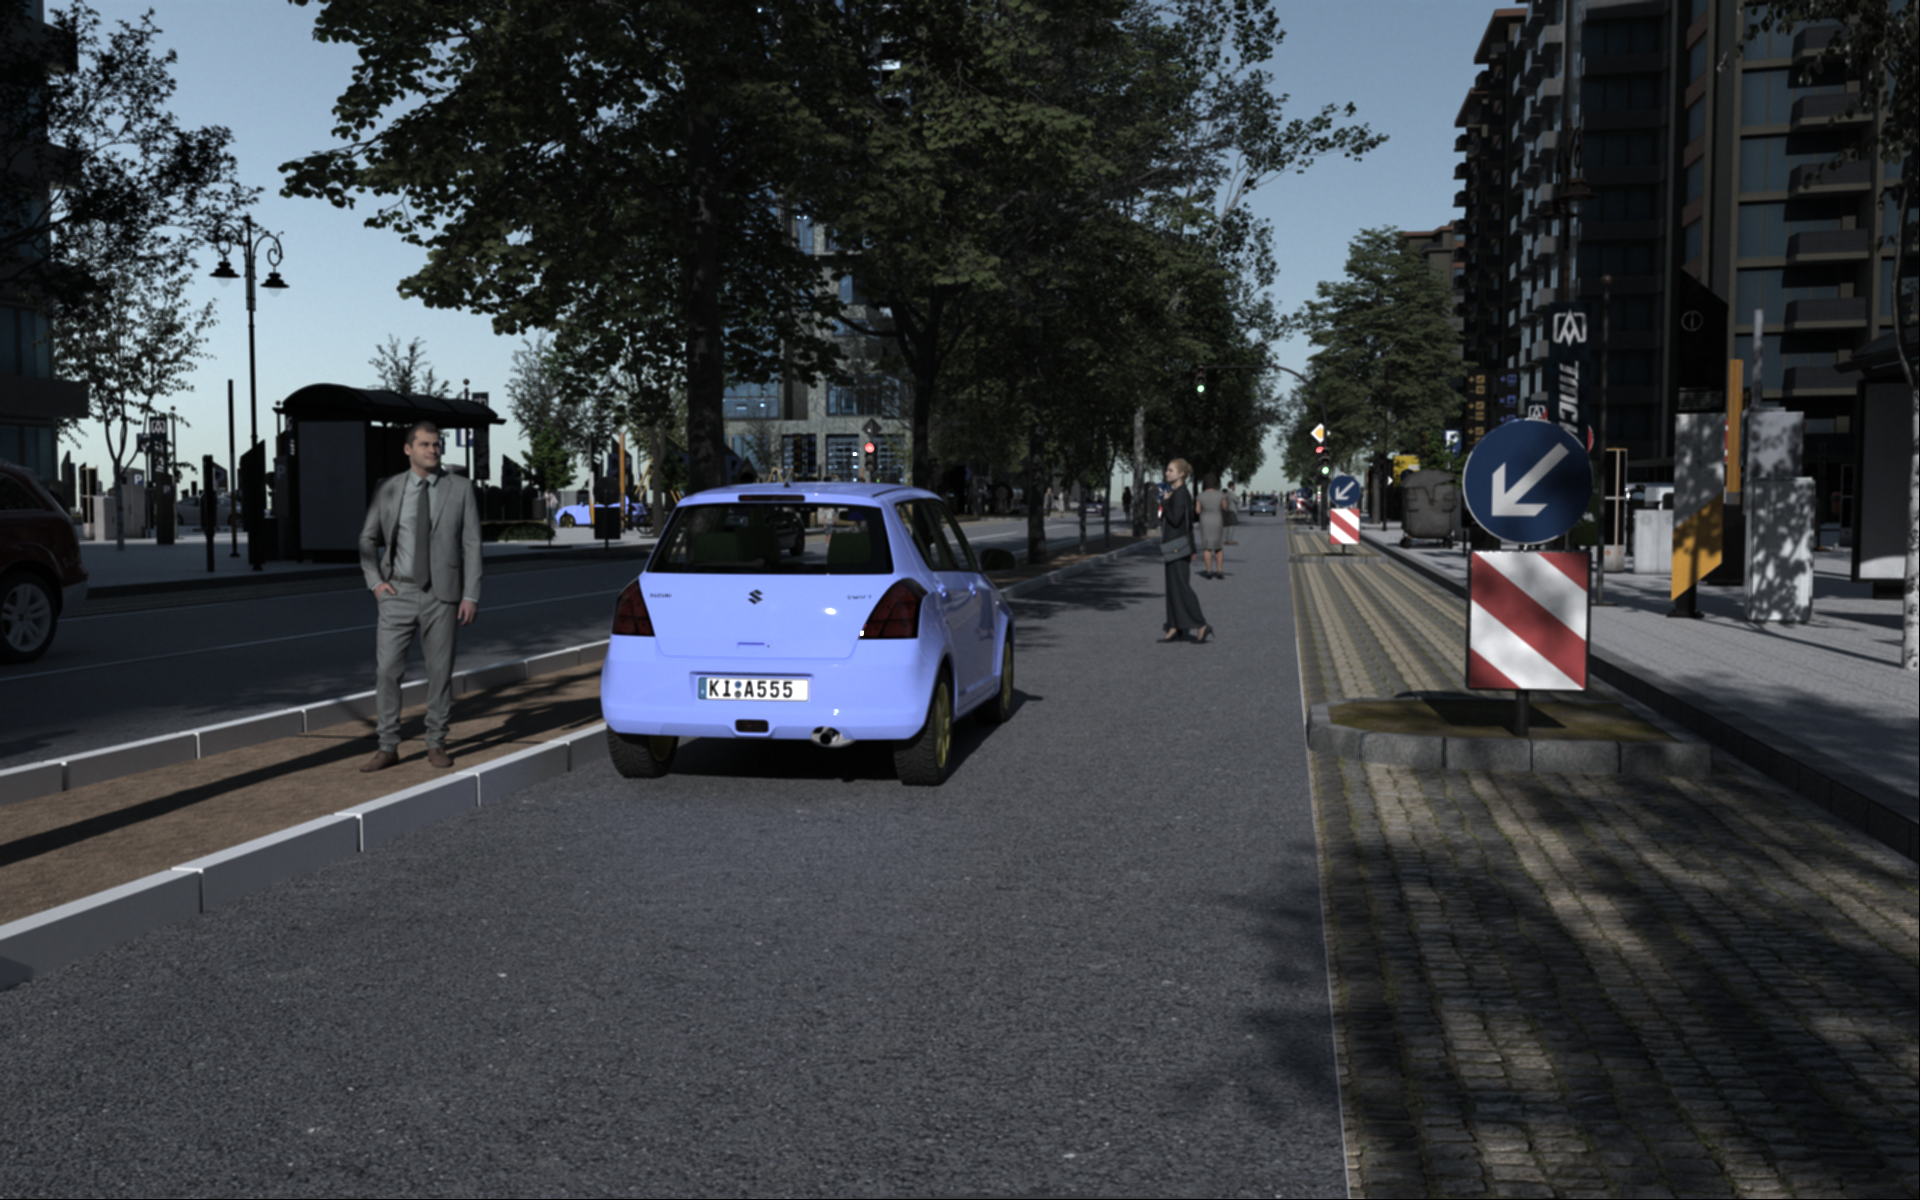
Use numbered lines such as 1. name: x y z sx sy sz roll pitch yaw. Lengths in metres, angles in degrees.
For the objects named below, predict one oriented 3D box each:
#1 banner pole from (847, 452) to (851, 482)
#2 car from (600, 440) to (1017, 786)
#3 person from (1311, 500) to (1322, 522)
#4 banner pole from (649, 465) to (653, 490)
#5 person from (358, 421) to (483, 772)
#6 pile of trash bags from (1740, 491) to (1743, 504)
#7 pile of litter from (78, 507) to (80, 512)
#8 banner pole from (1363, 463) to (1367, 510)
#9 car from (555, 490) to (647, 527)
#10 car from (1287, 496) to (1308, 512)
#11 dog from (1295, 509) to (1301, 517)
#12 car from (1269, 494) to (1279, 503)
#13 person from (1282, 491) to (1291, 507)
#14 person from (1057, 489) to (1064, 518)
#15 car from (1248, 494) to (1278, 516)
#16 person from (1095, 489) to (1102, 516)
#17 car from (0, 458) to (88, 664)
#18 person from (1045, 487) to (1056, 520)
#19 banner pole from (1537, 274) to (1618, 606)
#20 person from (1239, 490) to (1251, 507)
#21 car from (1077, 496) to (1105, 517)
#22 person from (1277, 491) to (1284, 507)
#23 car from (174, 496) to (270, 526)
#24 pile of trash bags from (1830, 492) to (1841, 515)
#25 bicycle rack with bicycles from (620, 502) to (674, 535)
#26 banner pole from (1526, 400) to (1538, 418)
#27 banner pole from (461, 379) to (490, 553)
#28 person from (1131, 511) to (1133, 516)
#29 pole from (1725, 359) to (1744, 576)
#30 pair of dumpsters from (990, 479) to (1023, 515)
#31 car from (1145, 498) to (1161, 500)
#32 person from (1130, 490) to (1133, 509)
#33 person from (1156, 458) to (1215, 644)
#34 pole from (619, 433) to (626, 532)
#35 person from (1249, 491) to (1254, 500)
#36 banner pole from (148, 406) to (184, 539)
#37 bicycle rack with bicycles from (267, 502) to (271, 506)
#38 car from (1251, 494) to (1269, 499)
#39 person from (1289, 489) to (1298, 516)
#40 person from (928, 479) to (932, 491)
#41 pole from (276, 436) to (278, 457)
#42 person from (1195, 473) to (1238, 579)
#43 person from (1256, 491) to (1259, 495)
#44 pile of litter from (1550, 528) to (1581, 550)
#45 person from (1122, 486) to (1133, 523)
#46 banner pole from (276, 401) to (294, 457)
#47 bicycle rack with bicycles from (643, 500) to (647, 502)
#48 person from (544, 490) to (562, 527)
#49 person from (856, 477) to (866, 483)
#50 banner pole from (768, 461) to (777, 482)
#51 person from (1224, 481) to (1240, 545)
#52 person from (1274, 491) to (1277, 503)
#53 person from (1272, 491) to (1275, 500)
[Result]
1. banner pole: -6.543 -6.856 102.116 0.401 3.779 0.863 1 4 9
2. car: -0.688 -0.019 9.907 1.945 1.707 3.694 1 4 9
3. person: 18.458 -4.594 89.114 0.738 1.151 1.012 2 4 24
4. banner pole: -22.991 -8.560 129.972 0.401 3.779 0.863 3 5 44
5. person: -2.825 -0.029 9.066 0.635 1.810 0.391 -1 4 -19
6. pile of trash bags: 21.648 -2.489 50.444 3.447 1.369 1.912 -2 4 -25
7. pile of litter: -61.017 -6.572 121.416 1.176 0.858 1.719 2 4 35
8. banner pole: 32.904 -9.211 140.608 0.401 3.779 0.863 1 4 23
9. car: -14.765 -3.761 71.080 3.694 1.707 1.945 1 4 9
10. car: 27.552 -7.842 140.792 1.945 1.354 3.894 1 4 11
11. dog: 20.744 -5.319 106.247 0.540 0.507 0.406 2 4 30
12. car: 47.920 -15.539 265.867 2.131 1.459 4.920 1 4 9
13. person: 32.211 -9.848 170.233 1.217 1.735 0.721 0 4 1
14. person: 6.070 -5.872 105.077 0.524 1.755 0.480 2 4 26
15. car: 20.198 -6.325 115.421 2.014 1.417 4.499 1 4 10
16. person: 9.192 -6.474 114.898 0.519 1.759 0.362 -3 5 -42
17. car: -9.177 -0.288 13.388 2.281 1.827 5.304 1 4 11
18. person: 5.067 -5.410 97.130 0.709 1.800 0.728 -1 4 -14
19. banner pole: 7.142 -1.827 19.883 0.863 3.779 0.401 1 4 8
20. person: 30.459 -10.844 185.424 1.348 1.869 0.705 -1 4 -8
21. car: 8.452 -5.937 109.651 1.945 1.354 3.894 1 4 9
22. person: 36.330 -11.407 195.726 1.217 1.735 0.721 -1 4 -13
23. car: -31.465 -3.728 73.314 4.827 1.381 2.083 1 4 10
24. pile of trash bags: 50.777 -5.553 100.547 1.912 1.369 3.447 -2 4 -26
25. bicycle rack with bicycles: -9.508 -2.580 55.567 2.925 0.926 2.852 1 4 14
26. banner pole: 13.681 -3.097 40.650 0.863 3.779 0.401 1 4 16
27. banner pole: -10.529 -2.914 37.656 0.863 3.779 0.401 2 4 28
28. person: 11.876 -6.520 115.326 0.699 1.804 1.509 3 4 39
29. pole: 11.754 -1.986 26.308 0.158 3.312 0.155 0 3 0
30. pair of dumpsters: 2.905 -6.493 108.646 1.574 2.255 4.437 1 4 10
31. car: 10.333 -5.161 93.178 1.959 1.807 4.718 1 4 11
32. person: 15.780 -9.314 160.654 0.709 1.838 0.599 0 4 -1
33. person: 2.152 -0.474 16.677 0.534 1.772 0.576 0 4 -7
34. pole: -11.342 -3.938 58.228 0.158 3.312 0.155 0 3 0
35. person: 38.899 -13.587 230.587 1.348 1.831 0.705 -3 4 -37
36. banner pole: -22.582 -3.623 49.249 0.863 3.779 0.401 -1 4 -23
37. bicycle rack with bicycles: -58.517 -7.989 143.998 2.925 0.926 2.852 3 5 41
38. car: 28.679 -9.316 164.112 2.131 1.459 4.920 1 4 9
39. person: 22.217 -6.490 115.203 0.643 1.750 0.593 -3 5 -43
40. person: -0.680 -1.552 34.621 0.466 1.731 0.760 -3 5 -45
41. pole: -23.896 -4.095 60.790 0.158 3.312 0.155 0 3 0
42. person: 4.317 -1.240 29.136 0.716 1.782 0.532 0 4 8
43. person: 30.560 -10.288 177.433 1.217 1.743 0.721 -1 4 -15
44. pile of litter: 10.085 -0.970 29.823 1.719 0.858 1.176 -3 4 -38
45. person: 8.441 -4.824 87.352 0.573 1.828 0.580 0 4 4
46. banner pole: -18.078 -3.464 46.656 0.863 3.779 0.401 -2 4 -29
47. bicycle rack with bicycles: -20.351 -6.145 113.848 2.925 0.926 2.852 -1 4 -13
48. person: -16.096 -3.637 68.639 0.598 1.740 0.731 3 5 43
49. person: -2.122 -1.692 36.509 0.624 1.780 0.694 1 4 11
50. banner pole: -14.124 -8.570 130.131 0.863 3.779 0.401 -1 4 -13
51. person: 7.717 -2.462 48.932 0.466 1.800 0.511 -2 4 -29
52. person: 40.976 -13.277 225.442 0.709 1.838 0.599 -3 5 -40
53. person: 30.728 -9.893 170.776 0.750 1.759 0.617 1 4 17
